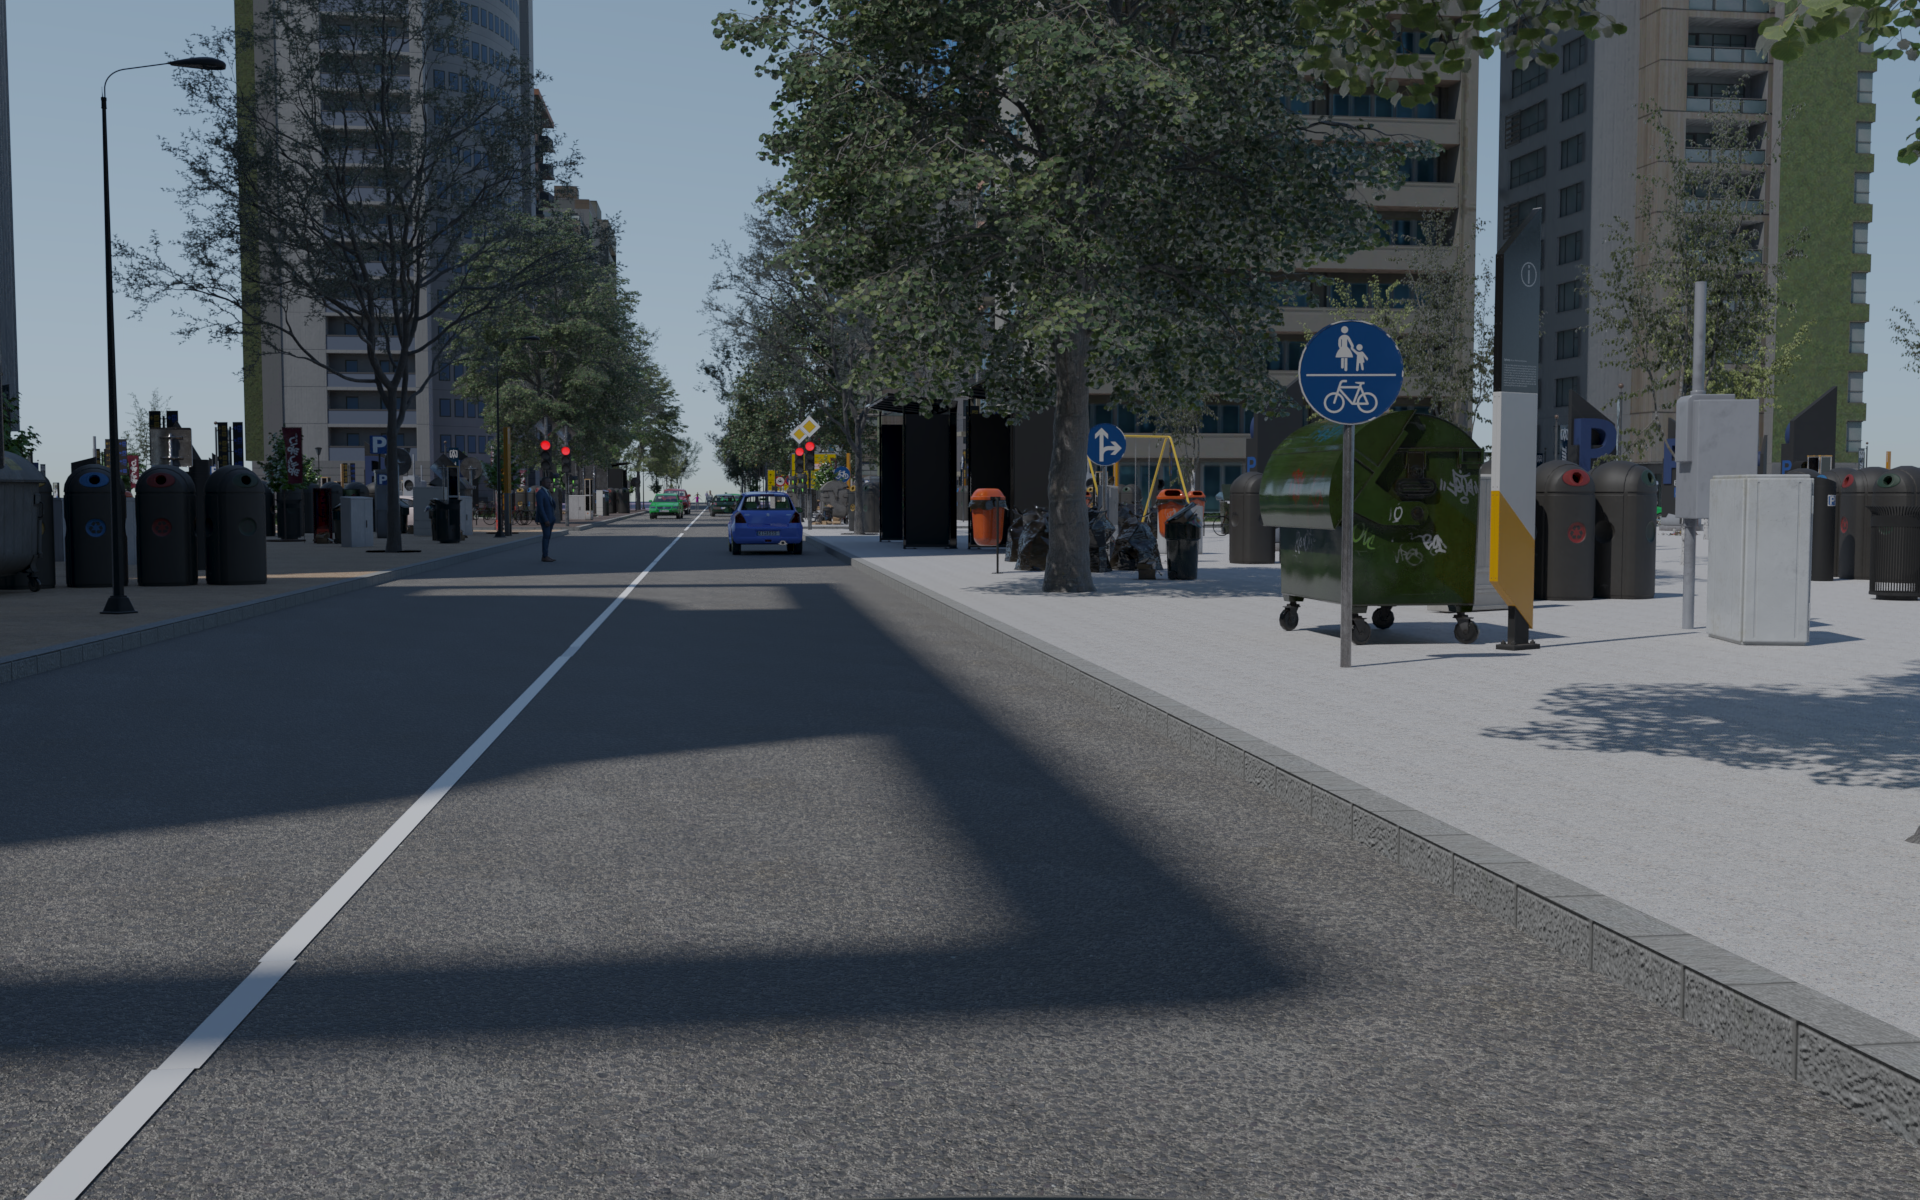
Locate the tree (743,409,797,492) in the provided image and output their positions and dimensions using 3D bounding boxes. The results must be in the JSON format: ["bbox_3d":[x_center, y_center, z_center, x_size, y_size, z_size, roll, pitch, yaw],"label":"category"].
[{"bbox_3d":[-13.114,-10.975,129.807,4.360,8.622,3.978,0,3,0],"label":"tree"}]

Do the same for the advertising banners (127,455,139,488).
[{"bbox_3d":[-36.333,-4.990,77.777,2.074,3.025,0.090,0,4,1],"label":"advertising banners"}]

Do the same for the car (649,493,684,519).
[{"bbox_3d":[-17.090,-5.631,100.855,1.959,1.807,4.718,0,4,-6],"label":"car"}]

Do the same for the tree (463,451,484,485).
[{"bbox_3d":[-37.896,-9.064,131.913,4.285,4.588,4.351,0,3,0],"label":"tree"}]

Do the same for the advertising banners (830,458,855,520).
[{"bbox_3d":[-5.706,-5.399,84.455,0.090,3.025,2.074,2,4,33],"label":"advertising banners"}]

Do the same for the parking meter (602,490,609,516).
[{"bbox_3d":[-20.786,-5.702,101.637,0.372,1.533,0.369,0,3,0],"label":"parking meter"}]

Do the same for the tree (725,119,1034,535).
[{"bbox_3d":[-3.231,-8.790,54.079,12.009,13.543,11.850,0,3,0],"label":"tree"}]

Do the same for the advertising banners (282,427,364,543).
[{"bbox_3d":[-16.623,-2.998,45.210,2.074,3.025,0.090,0,4,-2],"label":"advertising banners"}]

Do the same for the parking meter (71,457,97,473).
[{"bbox_3d":[-13.662,-1.303,27.008,0.399,1.863,0.255,-2,4,-26],"label":"parking meter"}]

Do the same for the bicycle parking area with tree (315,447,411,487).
[{"bbox_3d":[-36.779,-7.321,106.699,8.231,4.147,9.016,0,4,-1],"label":"bicycle parking area with tree"}]

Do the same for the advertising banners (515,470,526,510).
[{"bbox_3d":[-32.529,-7.945,126.091,2.074,3.025,0.090,1,4,9],"label":"advertising banners"}]

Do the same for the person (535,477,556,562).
[{"bbox_3d":[-8.810,-1.721,36.826,0.419,1.800,0.721,0,4,-3],"label":"person"}]

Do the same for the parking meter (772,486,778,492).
[{"bbox_3d":[-12.830,-6.983,119.890,0.399,1.863,0.255,-1,4,-13],"label":"parking meter"}]

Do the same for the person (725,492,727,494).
[{"bbox_3d":[-35.909,-15.669,265.356,0.551,1.740,0.621,3,5,45],"label":"person"}]

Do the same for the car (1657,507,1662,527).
[{"bbox_3d":[26.590,-3.738,69.914,4.718,1.807,1.959,-1,4,-8],"label":"car"}]

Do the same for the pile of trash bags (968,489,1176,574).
[{"bbox_3d":[1.624,-1.168,28.850,3.447,1.369,1.912,-2,4,-35],"label":"pile of trash bags"}]

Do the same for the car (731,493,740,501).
[{"bbox_3d":[-16.699,-7.202,126.548,1.959,1.807,4.718,0,4,-8],"label":"car"}]

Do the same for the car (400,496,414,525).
[{"bbox_3d":[-20.817,-3.117,63.324,4.827,1.381,2.083,0,4,-8],"label":"car"}]

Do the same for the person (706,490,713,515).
[{"bbox_3d":[-17.186,-6.707,119.164,0.512,1.701,0.522,0,4,6],"label":"person"}]

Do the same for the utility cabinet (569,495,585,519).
[{"bbox_3d":[-19.567,-4.736,88.602,1.020,1.237,0.306,1,4,13],"label":"utility cabinet"}]

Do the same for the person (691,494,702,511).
[{"bbox_3d":[-22.558,-8.372,148.599,0.991,1.433,0.599,0,4,-1],"label":"person"}]

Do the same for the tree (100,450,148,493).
[{"bbox_3d":[-53.773,-7.775,110.828,4.285,4.588,4.351,0,3,0],"label":"tree"}]

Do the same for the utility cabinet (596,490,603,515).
[{"bbox_3d":[-21.205,-5.758,102.826,0.318,1.500,1.173,-2,4,-34],"label":"utility cabinet"}]

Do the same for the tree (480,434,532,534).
[{"bbox_3d":[-14.662,-3.750,55.920,1.663,3.219,1.824,0,3,0],"label":"tree"}]

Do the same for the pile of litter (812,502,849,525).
[{"bbox_3d":[-5.457,-3.575,72.412,1.719,0.858,1.176,0,4,4],"label":"pile of litter"}]

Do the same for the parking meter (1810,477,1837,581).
[{"bbox_3d":[12.711,-1.049,25.566,0.372,1.533,0.369,0,3,0],"label":"parking meter"}]

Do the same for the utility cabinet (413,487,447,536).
[{"bbox_3d":[-16.020,-2.681,52.515,1.173,1.500,0.318,2,4,26],"label":"utility cabinet"}]

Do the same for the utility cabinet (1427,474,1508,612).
[{"bbox_3d":[5.644,-0.628,18.953,1.173,1.500,0.318,-2,4,-34],"label":"utility cabinet"}]

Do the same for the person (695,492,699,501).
[{"bbox_3d":[-39.972,-15.572,263.822,1.217,1.735,0.721,0,4,-4],"label":"person"}]

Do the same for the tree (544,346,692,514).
[{"bbox_3d":[-23.333,-11.443,112.847,9.928,11.665,9.643,0,3,0],"label":"tree"}]

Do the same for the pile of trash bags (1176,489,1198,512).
[{"bbox_3d":[2.570,-1.397,32.601,3.447,1.369,1.912,0,4,0],"label":"pile of trash bags"}]

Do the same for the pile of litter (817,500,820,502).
[{"bbox_3d":[-11.525,-7.643,138.933,1.719,0.858,1.176,-2,4,-28],"label":"pile of litter"}]

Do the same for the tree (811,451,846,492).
[{"bbox_3d":[-5.894,-5.077,77.615,1.663,3.219,1.824,0,3,0],"label":"tree"}]

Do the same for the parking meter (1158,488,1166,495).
[{"bbox_3d":[8.823,-4.132,75.972,0.372,1.533,0.369,0,3,0],"label":"parking meter"}]

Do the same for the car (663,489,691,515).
[{"bbox_3d":[-20.017,-6.911,121.662,2.281,1.827,5.304,0,4,-6],"label":"car"}]

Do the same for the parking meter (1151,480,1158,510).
[{"bbox_3d":[8.093,-4.058,72.067,0.255,1.863,0.399,0,4,8],"label":"parking meter"}]

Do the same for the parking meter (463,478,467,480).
[{"bbox_3d":[-17.490,-3.384,61.032,0.255,1.863,0.399,-1,4,-12],"label":"parking meter"}]

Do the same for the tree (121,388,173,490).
[{"bbox_3d":[-56.177,-10.377,120.033,4.360,8.622,3.978,0,3,0],"label":"tree"}]

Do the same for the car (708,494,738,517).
[{"bbox_3d":[-15.073,-6.167,110.609,2.009,1.686,4.222,-1,4,-10],"label":"car"}]

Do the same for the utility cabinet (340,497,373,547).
[{"bbox_3d":[-14.688,-1.899,42.209,0.306,1.237,1.020,1,4,11],"label":"utility cabinet"}]

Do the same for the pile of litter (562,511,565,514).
[{"bbox_3d":[-24.812,-5.841,109.460,1.176,0.858,1.719,-2,4,-23],"label":"pile of litter"}]

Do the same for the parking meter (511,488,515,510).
[{"bbox_3d":[-25.039,-5.553,96.503,0.255,1.863,0.399,3,4,36],"label":"parking meter"}]

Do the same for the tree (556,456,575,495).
[{"bbox_3d":[-28.903,-8.836,128.179,4.285,4.588,4.351,0,3,0],"label":"tree"}]

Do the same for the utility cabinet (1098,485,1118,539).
[{"bbox_3d":[3.677,-2.093,42.892,0.318,1.500,1.173,1,4,16],"label":"utility cabinet"}]

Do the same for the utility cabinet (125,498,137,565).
[{"bbox_3d":[-15.362,-1.229,31.248,1.020,1.237,0.306,-3,5,-42],"label":"utility cabinet"}]

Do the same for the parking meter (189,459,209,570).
[{"bbox_3d":[-12.858,-1.443,29.303,0.255,1.863,0.399,-3,4,-36],"label":"parking meter"}]

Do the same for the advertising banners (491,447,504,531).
[{"bbox_3d":[-16.202,-3.941,60.616,0.090,3.025,2.074,-2,4,-25],"label":"advertising banners"}]

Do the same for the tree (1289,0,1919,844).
[{"bbox_3d":[3.880,-5.397,6.365,7.486,12.596,7.792,0,3,0],"label":"tree"}]

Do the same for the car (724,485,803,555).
[{"bbox_3d":[-4.775,-1.995,42.209,1.945,1.707,3.694,-1,4,-9],"label":"car"}]

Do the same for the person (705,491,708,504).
[{"bbox_3d":[-36.291,-14.704,248.781,0.709,1.838,0.599,-3,5,-42],"label":"person"}]

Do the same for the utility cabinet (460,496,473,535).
[{"bbox_3d":[-15.575,-2.614,53.897,0.306,1.237,1.020,1,4,18],"label":"utility cabinet"}]

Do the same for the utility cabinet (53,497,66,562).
[{"bbox_3d":[-17.404,-1.347,33.188,1.020,1.237,0.306,2,4,27],"label":"utility cabinet"}]

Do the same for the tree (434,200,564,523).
[{"bbox_3d":[-17.695,-10.312,75.248,9.857,13.997,8.962,0,3,0],"label":"tree"}]

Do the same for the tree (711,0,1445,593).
[{"bbox_3d":[1.477,-7.089,22.554,9.857,13.997,8.962,0,3,0],"label":"tree"}]

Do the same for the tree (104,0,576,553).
[{"bbox_3d":[-12.465,-7.795,37.823,12.009,13.543,11.850,0,3,0],"label":"tree"}]
